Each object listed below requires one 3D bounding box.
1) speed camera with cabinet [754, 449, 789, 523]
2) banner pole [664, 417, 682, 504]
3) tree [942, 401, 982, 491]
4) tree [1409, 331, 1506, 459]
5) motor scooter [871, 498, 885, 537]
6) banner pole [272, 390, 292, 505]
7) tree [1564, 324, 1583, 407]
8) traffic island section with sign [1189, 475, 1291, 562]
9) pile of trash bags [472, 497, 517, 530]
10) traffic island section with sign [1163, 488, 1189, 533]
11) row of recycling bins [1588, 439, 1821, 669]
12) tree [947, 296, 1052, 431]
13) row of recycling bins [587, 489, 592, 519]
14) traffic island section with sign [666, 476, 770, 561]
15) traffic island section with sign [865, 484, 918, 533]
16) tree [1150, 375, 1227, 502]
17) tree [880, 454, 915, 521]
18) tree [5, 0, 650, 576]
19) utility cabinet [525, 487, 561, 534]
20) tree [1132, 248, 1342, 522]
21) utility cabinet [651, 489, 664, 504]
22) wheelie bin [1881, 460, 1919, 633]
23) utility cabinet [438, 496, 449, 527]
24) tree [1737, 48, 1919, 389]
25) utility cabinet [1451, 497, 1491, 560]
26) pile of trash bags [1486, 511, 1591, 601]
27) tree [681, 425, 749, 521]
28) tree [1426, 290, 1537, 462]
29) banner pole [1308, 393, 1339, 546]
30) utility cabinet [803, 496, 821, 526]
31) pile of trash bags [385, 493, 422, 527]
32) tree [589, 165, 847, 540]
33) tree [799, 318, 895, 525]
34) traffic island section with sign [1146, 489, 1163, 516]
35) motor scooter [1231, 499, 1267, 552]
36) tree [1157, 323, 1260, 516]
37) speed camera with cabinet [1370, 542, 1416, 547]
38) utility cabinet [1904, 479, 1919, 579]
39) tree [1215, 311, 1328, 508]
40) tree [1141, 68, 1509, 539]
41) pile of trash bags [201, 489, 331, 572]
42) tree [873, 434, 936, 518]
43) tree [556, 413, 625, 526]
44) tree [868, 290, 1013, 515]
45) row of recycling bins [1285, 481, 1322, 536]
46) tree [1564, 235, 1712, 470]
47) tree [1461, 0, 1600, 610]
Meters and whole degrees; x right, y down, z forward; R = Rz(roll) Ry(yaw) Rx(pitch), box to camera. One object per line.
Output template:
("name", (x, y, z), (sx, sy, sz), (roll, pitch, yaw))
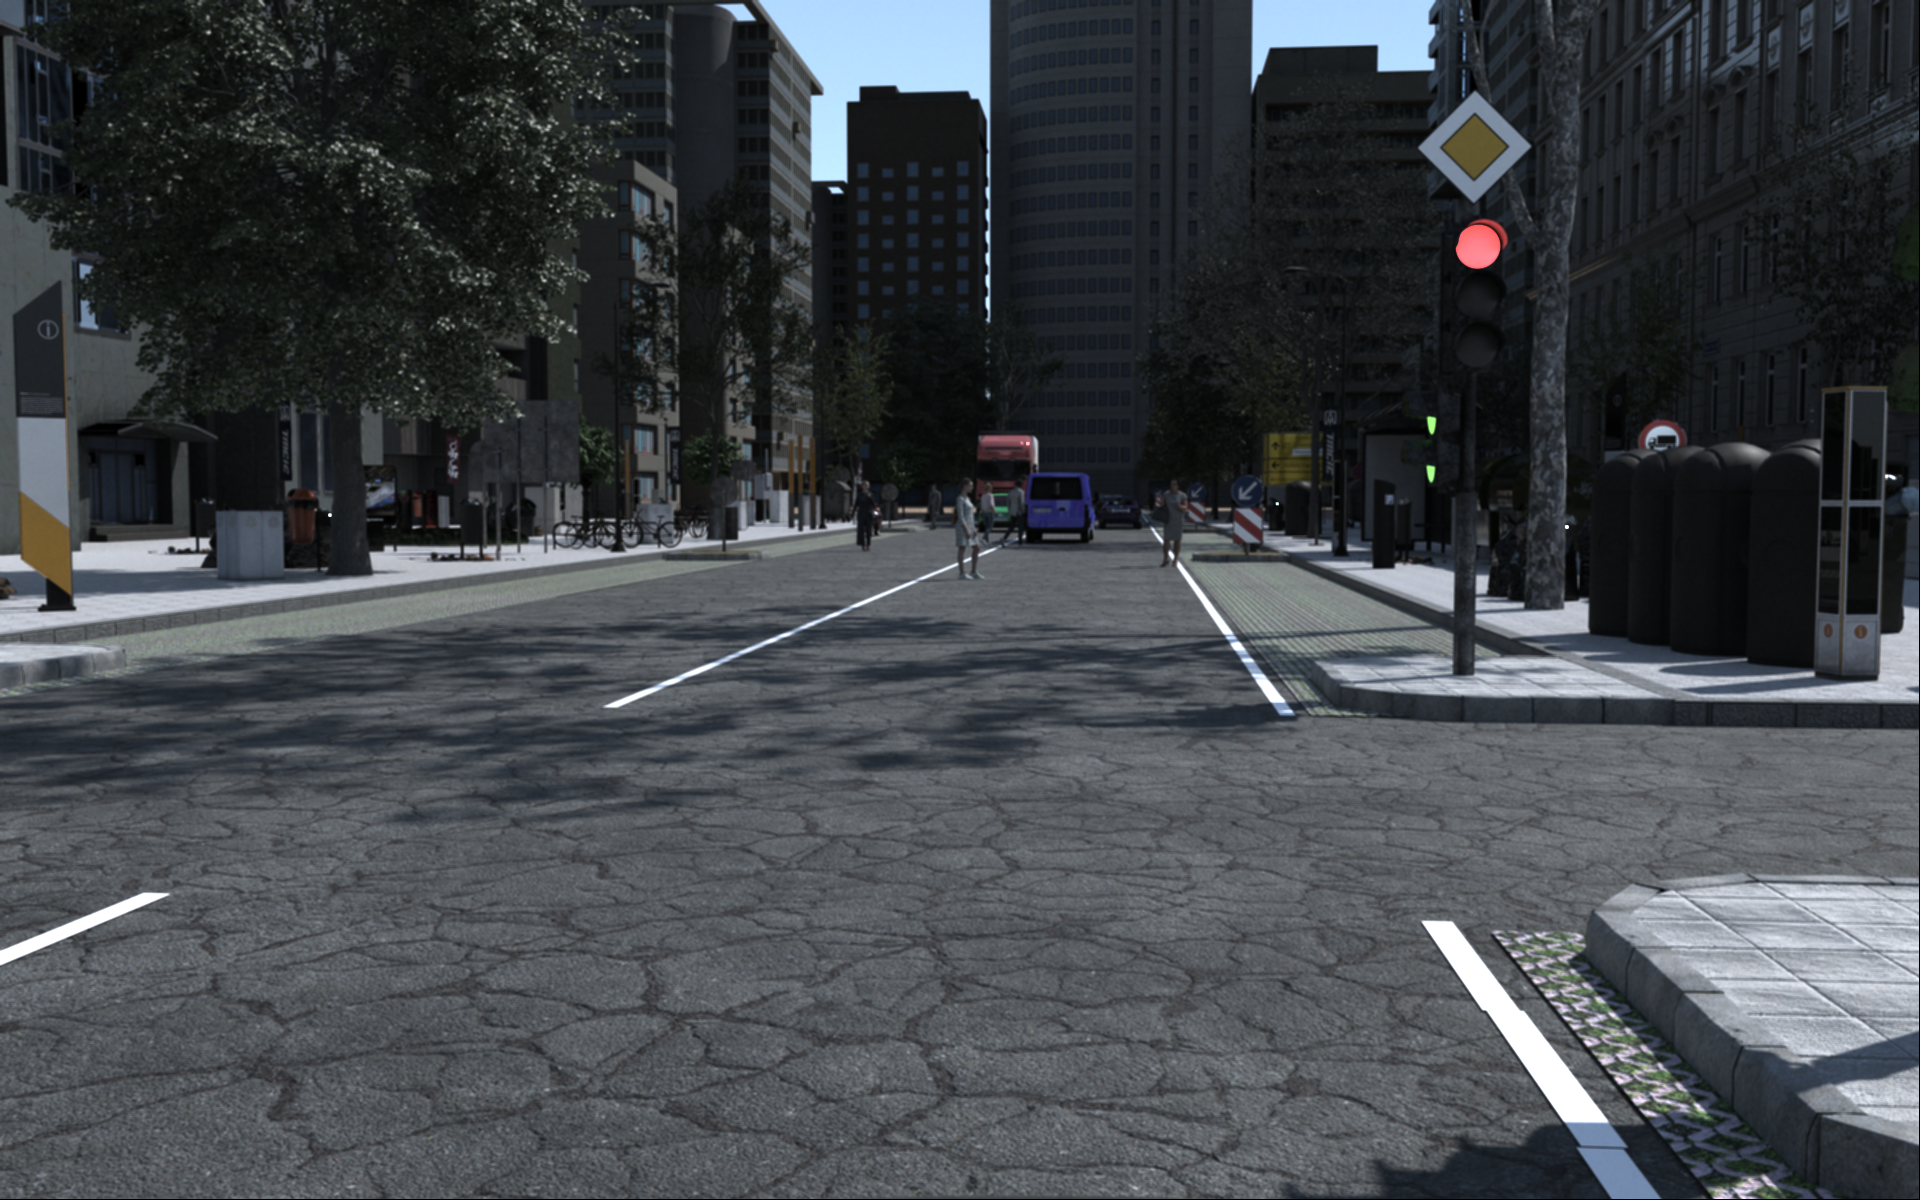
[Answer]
("speed camera with cabinet", (-8.245, -5.016, 76.353), (0.660, 3.252, 2.038), (2, 4, 32))
("banner pole", (-9.400, -4.066, 56.503), (0.863, 3.779, 0.401), (2, 4, 31))
("tree", (0.150, -10.564, 123.090), (4.737, 8.622, 4.395), (0, 3, 0))
("tree", (21.406, -7.645, 75.354), (4.737, 8.622, 4.395), (0, 3, 0))
("motor scooter", (-2.920, -2.816, 58.814), (0.815, 1.314, 1.986), (0, 4, 5))
("banner pole", (-15.931, -3.101, 40.715), (0.863, 3.779, 0.401), (3, 4, 37))
("tree", (20.809, -6.949, 63.980), (4.360, 8.622, 3.978), (0, 3, 0))
("traffic island section with sign", (5.997, -1.741, 37.086), (1.989, 1.847, 2.006), (0, 4, 5))
("pile of trash bags", (-16.112, -3.179, 61.724), (3.447, 1.369, 1.912), (3, 4, 37))
("traffic island section with sign", (8.615, -3.391, 64.071), (1.989, 1.847, 2.006), (0, 4, 5))
("row of recycling bins", (6.267, -0.445, 14.397), (1.069, 1.692, 3.534), (0, 4, -4))
("tree", (4.780, -18.823, 163.651), (12.611, 20.169, 13.585), (0, 3, 0))
("row of recycling bins", (-20.668, -4.995, 88.786), (3.534, 1.692, 1.069), (0, 4, -3))
("traffic island section with sign", (-5.237, -1.793, 37.942), (1.989, 1.847, 2.006), (0, 4, 5))
("traffic island section with sign", (-2.630, -3.444, 64.932), (1.989, 1.847, 2.006), (0, 4, 5))
("tree", (18.350, -12.776, 134.649), (9.928, 11.665, 9.643), (0, 3, 0))
("tree", (-3.192, -5.450, 83.706), (1.663, 3.219, 1.824), (0, 3, 0))
("tree", (-9.681, -7.357, 26.942), (9.857, 13.997, 8.962), (0, 3, 0))
("utility cabinet", (-13.186, -2.819, 54.762), (1.173, 1.500, 0.318), (2, 4, 27))
("tree", (12.659, -9.918, 79.163), (9.611, 12.733, 9.660), (0, 3, 0))
("utility cabinet", (-13.779, -4.303, 79.035), (0.318, 1.500, 1.173), (-2, 4, -24))
("wheelie bin", (8.528, -0.507, 16.202), (0.980, 1.594, 0.693), (2, 4, 25))
("utility cabinet", (-16.617, -2.710, 55.463), (0.306, 1.237, 1.020), (-2, 4, -30))
("tree", (15.389, -4.843, 29.538), (4.360, 8.622, 3.978), (0, 3, 0))
("utility cabinet", (10.078, -1.372, 33.597), (1.020, 1.237, 0.306), (0, 4, 0))
("pile of trash bags", (8.255, -0.698, 21.159), (3.447, 1.369, 1.912), (1, 4, 15))
("tree", (-11.837, -6.074, 83.017), (4.285, 4.588, 4.351), (0, 3, 0))
("tree", (17.866, -6.637, 58.878), (4.360, 8.622, 3.978), (0, 3, 0))
("banner pole", (9.063, -3.242, 43.030), (0.401, 3.779, 0.863), (-3, 5, -40))
("utility cabinet", (-6.087, -3.618, 70.322), (0.306, 1.237, 1.020), (2, 4, 35))
("pile of trash bags", (-21.151, -3.268, 63.183), (3.447, 1.369, 1.912), (-1, 4, -17))
("tree", (-6.667, -6.979, 48.511), (7.601, 10.594, 8.767), (-2, 4, -26))
("tree", (-4.507, -7.470, 72.496), (4.737, 8.622, 4.395), (0, 3, 0))
("traffic island section with sign", (13.410, -6.428, 113.729), (1.989, 1.847, 2.006), (0, 4, 5))
("motor scooter", (6.581, -1.626, 39.355), (0.815, 1.314, 1.986), (0, 4, 4))
("tree", (15.459, -11.293, 102.774), (7.486, 12.596, 7.792), (0, 3, 0))
("speed camera with cabinet", (11.069, -2.924, 42.151), (2.038, 3.252, 0.660), (0, 4, -8))
("utility cabinet", (14.523, -1.062, 26.037), (0.318, 1.500, 1.173), (1, 4, 10))
("tree", (12.167, -7.215, 68.328), (4.737, 8.622, 4.395), (0, 3, 0))
("tree", (10.285, -8.503, 49.401), (12.009, 13.543, 11.850), (0, 3, 0))
("pile of trash bags", (-11.647, -1.214, 29.602), (1.912, 1.369, 3.447), (-3, 4, -37))
("tree", (-2.972, -6.735, 93.825), (4.285, 4.588, 4.351), (0, 3, 0))
("tree", (-15.276, -5.293, 70.252), (4.285, 4.588, 4.351), (0, 3, 0))
("tree", (-1.395, -12.258, 107.071), (9.857, 13.997, 8.962), (0, 3, 0))
("row of recycling bins", (10.745, -2.886, 54.300), (1.069, 1.692, 3.534), (1, 4, 17))
("tree", (19.644, -6.094, 49.995), (4.737, 8.622, 4.395), (0, 3, 0))
("tree", (7.449, -10.033, 19.925), (12.611, 20.169, 13.585), (0, 3, 0))
